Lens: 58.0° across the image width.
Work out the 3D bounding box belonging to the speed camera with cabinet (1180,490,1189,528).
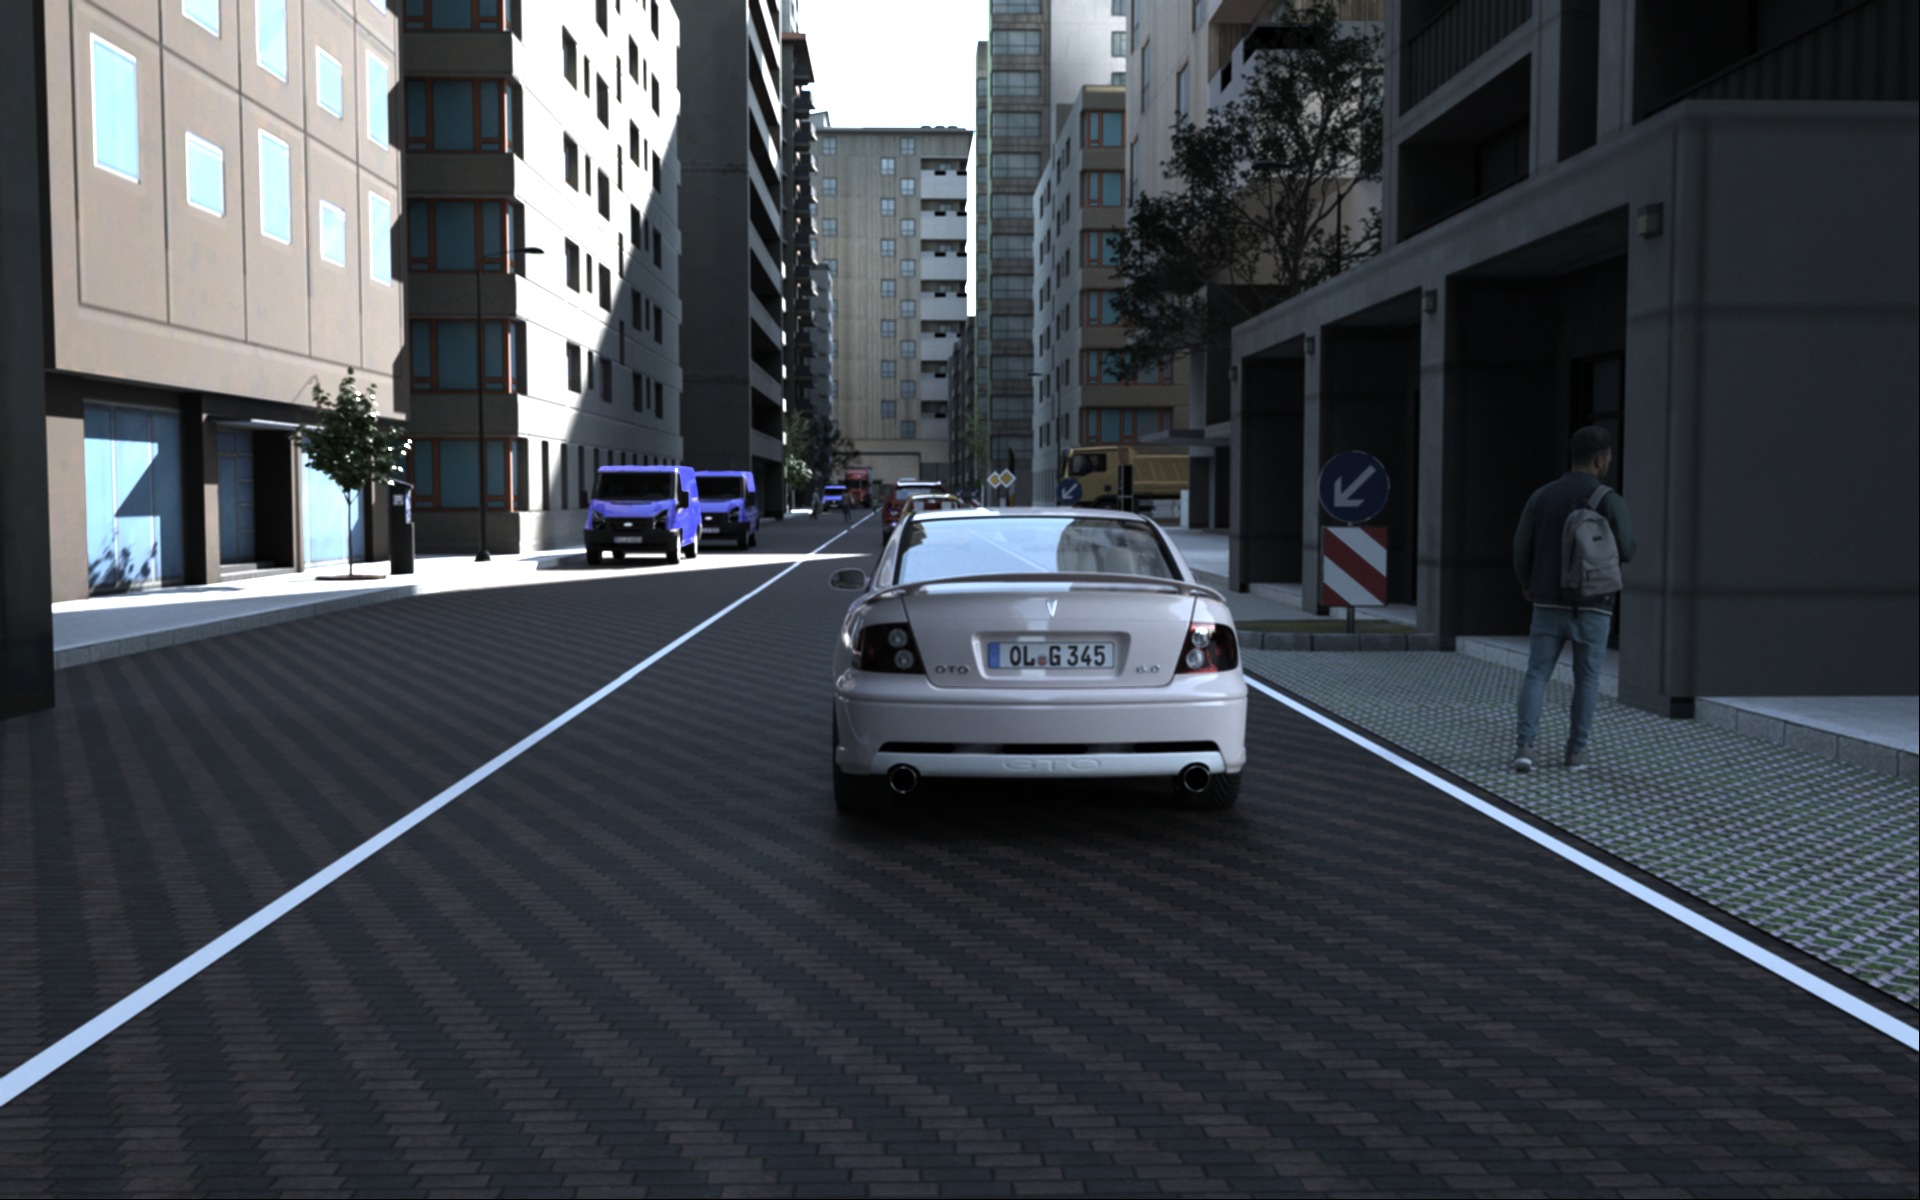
[{"bbox_3d":[9.390,-4.433,66.816,2.038,3.252,0.660,-3,5,-41],"label":"speed camera with cabinet"}]

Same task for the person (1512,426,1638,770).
[{"bbox_3d":[3.158,-0.005,8.927,0.623,1.781,0.721,2,4,24],"label":"person"}]

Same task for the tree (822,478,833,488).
[{"bbox_3d":[-15.630,-13.051,207.979,1.663,3.219,1.824,0,3,0],"label":"tree"}]

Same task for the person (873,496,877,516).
[{"bbox_3d":[-5.607,-6.223,114.502,0.306,1.304,0.590,1,4,11],"label":"person"}]

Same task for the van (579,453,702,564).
[{"bbox_3d":[-6.750,-2.001,37.102,2.240,2.365,5.245,0,4,-3],"label":"van"}]

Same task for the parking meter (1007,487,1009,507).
[{"bbox_3d":[2.754,-5.612,97.470,0.255,1.863,0.399,2,4,26],"label":"parking meter"}]

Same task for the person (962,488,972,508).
[{"bbox_3d":[0.397,-5.060,91.777,0.519,1.759,0.362,1,4,18],"label":"person"}]

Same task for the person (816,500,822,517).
[{"bbox_3d":[-9.017,-5.939,110.623,0.505,1.210,0.382,1,4,15],"label":"person"}]

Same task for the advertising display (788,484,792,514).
[{"bbox_3d":[-11.168,-6.633,113.656,0.123,1.923,0.974,0,4,1],"label":"advertising display"}]

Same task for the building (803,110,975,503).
[{"bbox_3d":[-10.087,-40.199,246.498,27.495,52.752,28.713,0,4,-2],"label":"building"}]

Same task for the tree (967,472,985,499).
[{"bbox_3d":[1.658,-9.653,152.422,1.663,3.219,1.824,0,3,0],"label":"tree"}]

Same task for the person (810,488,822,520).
[{"bbox_3d":[-8.056,-5.380,96.941,0.515,1.767,0.782,-2,4,-29],"label":"person"}]

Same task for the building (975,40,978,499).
[{"bbox_3d":[8.307,-29.154,160.256,14.154,41.232,14.086,0,4,-2],"label":"building"}]

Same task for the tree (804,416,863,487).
[{"bbox_3d":[-15.429,-16.410,202.716,8.767,10.594,7.601,0,4,3],"label":"tree"}]

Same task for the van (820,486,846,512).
[{"bbox_3d":[-9.844,-8.098,136.793,2.240,2.365,5.245,0,4,-2],"label":"van"}]

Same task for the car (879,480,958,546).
[{"bbox_3d":[-1.177,-2.491,49.398,2.281,1.827,5.304,0,4,-2],"label":"car"}]

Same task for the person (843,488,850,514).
[{"bbox_3d":[-8.208,-7.201,126.035,0.655,1.846,0.447,3,4,39],"label":"person"}]

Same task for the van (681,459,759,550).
[{"bbox_3d":[-6.461,-2.549,46.056,2.240,2.365,5.245,0,4,-3],"label":"van"}]

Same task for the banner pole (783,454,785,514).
[{"bbox_3d":[-11.071,-7.253,108.600,0.401,3.779,0.863,0,4,3],"label":"banner pole"}]

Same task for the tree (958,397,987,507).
[{"bbox_3d":[1.956,-11.163,132.883,4.737,8.622,4.395,0,3,0],"label":"tree"}]

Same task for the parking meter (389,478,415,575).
[{"bbox_3d":[-8.940,-1.182,27.735,0.372,1.533,0.369,0,3,0],"label":"parking meter"}]

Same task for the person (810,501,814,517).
[{"bbox_3d":[-9.136,-5.799,108.336,0.505,1.210,0.382,-3,5,-42],"label":"person"}]

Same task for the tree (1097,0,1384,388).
[{"bbox_3d":[5.885,-5.954,31.762,7.601,10.594,8.767,3,5,44],"label":"tree"}]

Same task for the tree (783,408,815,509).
[{"bbox_3d":[-14.279,-11.961,145.927,4.737,8.622,4.395,0,3,0],"label":"tree"}]

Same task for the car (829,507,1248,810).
[{"bbox_3d":[0.316,0.190,9.255,2.083,1.381,4.827,0,4,-1],"label":"car"}]

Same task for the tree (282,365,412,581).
[{"bbox_3d":[-9.053,-1.923,26.040,1.663,3.219,1.824,0,3,0],"label":"tree"}]

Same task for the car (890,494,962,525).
[{"bbox_3d":[-0.687,-1.957,42.227,2.015,1.641,3.980,0,4,-3],"label":"car"}]

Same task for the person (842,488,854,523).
[{"bbox_3d":[-5.536,-4.661,85.299,0.593,1.750,0.643,0,4,1],"label":"person"}]

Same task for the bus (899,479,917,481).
[{"bbox_3d":[-6.227,-13.307,212.430,2.948,3.499,13.247,0,3,0],"label":"bus"}]

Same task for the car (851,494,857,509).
[{"bbox_3d":[-10.830,-9.478,165.186,2.015,1.641,3.980,0,4,-2],"label":"car"}]

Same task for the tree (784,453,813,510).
[{"bbox_3d":[-13.567,-9.537,139.639,4.285,4.588,4.351,0,3,0],"label":"tree"}]
